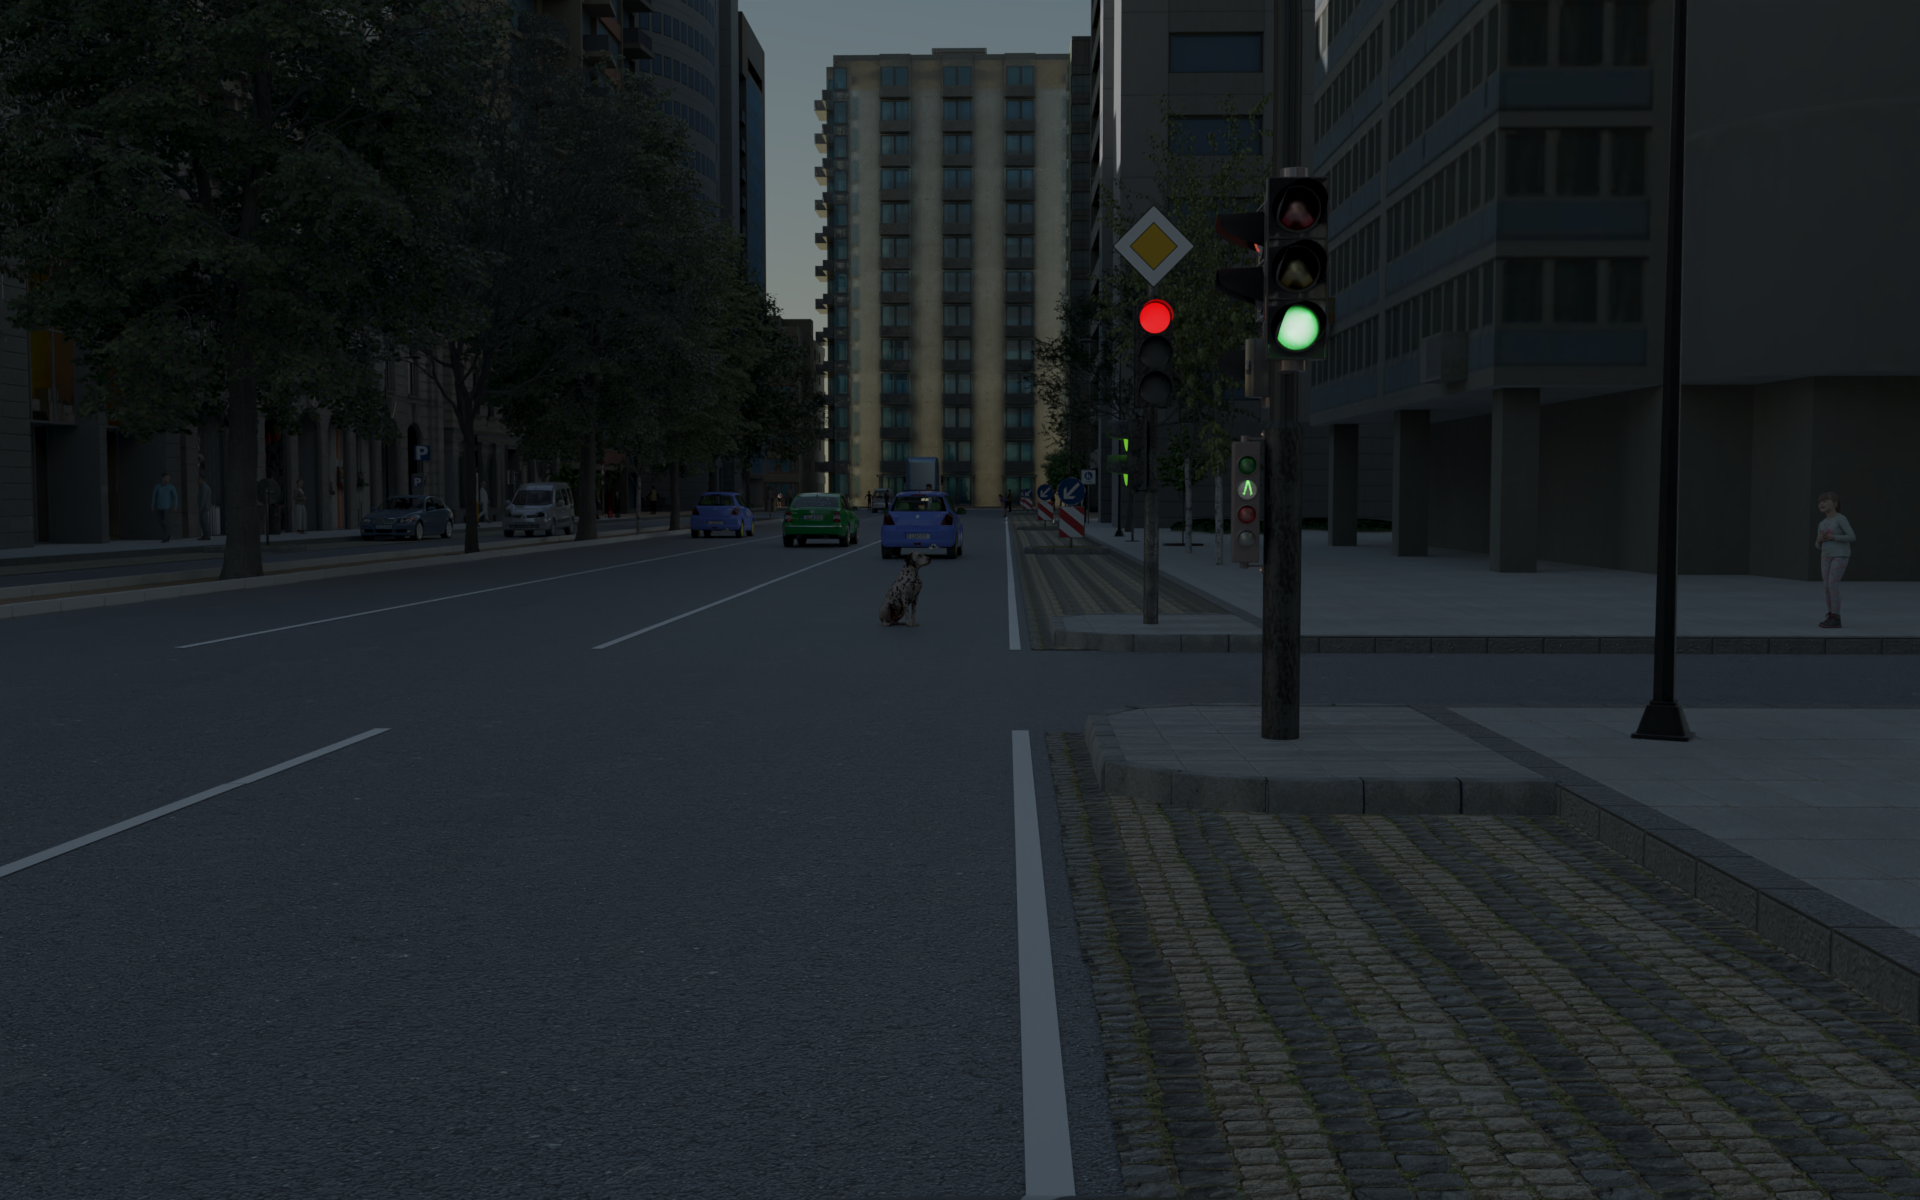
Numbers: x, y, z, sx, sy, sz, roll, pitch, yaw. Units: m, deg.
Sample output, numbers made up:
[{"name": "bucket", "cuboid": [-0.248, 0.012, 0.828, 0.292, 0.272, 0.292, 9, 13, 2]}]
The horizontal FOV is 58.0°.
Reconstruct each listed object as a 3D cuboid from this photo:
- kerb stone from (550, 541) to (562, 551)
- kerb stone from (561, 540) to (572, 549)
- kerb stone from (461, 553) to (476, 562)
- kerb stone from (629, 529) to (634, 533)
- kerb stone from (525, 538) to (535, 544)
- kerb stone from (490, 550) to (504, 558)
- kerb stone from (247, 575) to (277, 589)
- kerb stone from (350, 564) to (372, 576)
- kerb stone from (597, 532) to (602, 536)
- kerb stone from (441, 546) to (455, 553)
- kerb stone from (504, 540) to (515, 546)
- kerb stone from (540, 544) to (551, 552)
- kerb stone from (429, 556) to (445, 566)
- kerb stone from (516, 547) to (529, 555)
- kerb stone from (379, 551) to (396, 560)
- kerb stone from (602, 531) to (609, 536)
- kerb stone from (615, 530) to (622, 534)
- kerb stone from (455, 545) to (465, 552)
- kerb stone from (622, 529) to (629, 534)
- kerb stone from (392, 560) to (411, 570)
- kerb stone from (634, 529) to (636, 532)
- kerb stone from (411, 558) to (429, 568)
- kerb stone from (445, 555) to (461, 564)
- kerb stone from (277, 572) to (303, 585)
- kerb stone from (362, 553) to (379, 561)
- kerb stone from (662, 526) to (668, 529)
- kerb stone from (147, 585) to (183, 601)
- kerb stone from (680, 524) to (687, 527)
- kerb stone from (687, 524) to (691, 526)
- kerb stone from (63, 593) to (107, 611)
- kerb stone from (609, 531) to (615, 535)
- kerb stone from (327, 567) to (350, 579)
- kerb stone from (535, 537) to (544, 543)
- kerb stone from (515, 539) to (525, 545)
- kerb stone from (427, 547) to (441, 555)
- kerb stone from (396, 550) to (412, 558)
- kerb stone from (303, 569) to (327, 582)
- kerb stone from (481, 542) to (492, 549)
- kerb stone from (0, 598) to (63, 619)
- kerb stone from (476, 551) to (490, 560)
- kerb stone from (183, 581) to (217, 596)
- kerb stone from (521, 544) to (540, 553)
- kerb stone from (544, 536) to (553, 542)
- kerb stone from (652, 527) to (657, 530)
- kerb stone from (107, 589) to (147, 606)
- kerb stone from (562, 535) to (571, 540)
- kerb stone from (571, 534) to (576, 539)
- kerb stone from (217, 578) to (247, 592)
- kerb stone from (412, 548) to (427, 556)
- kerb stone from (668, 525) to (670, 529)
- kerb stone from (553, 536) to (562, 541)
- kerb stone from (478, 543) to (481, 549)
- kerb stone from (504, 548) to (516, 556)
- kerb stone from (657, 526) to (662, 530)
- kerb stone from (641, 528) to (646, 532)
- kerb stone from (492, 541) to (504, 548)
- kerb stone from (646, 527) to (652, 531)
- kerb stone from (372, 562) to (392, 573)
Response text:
[{"name": "kerb stone", "cuboid": [-10.398, -1.342, 44.131, 0.120, 0.150, 1.000, 0, 4, 1]}, {"name": "kerb stone", "cuboid": [-10.374, -1.404, 45.157, 0.120, 0.150, 1.000, 0, 4, 1]}, {"name": "kerb stone", "cuboid": [-10.587, -0.896, 36.950, 0.120, 0.150, 1.000, 0, 4, 1]}, {"name": "kerb stone", "cuboid": [-12.030, -2.473, 62.623, 0.120, 0.150, 1.000, 0, 4, 1]}, {"name": "kerb stone", "cuboid": [-12.366, -1.658, 49.302, 0.120, 0.150, 1.000, 0, 4, 1]}, {"name": "kerb stone", "cuboid": [-10.540, -1.027, 38.994, 0.120, 0.150, 1.000, 0, 4, 1]}, {"name": "kerb stone", "cuboid": [-10.850, -0.274, 26.708, 0.120, 0.150, 1.000, 0, 4, 1]}, {"name": "kerb stone", "cuboid": [-10.754, -0.523, 30.815, 0.120, 0.150, 1.000, 0, 4, 1]}, {"name": "kerb stone", "cuboid": [-12.156, -2.159, 57.500, 0.120, 0.150, 1.000, 0, 4, 1]}, {"name": "kerb stone", "cuboid": [-12.557, -1.215, 42.115, 0.120, 0.150, 1.000, 0, 4, 1]}, {"name": "kerb stone", "cuboid": [-12.419, -1.533, 47.258, 0.120, 0.150, 1.000, 0, 4, 1]}, {"name": "kerb stone", "cuboid": [-10.431, -1.278, 43.109, 0.120, 0.150, 1.000, 0, 4, 1]}, {"name": "kerb stone", "cuboid": [-10.646, -0.777, 34.902, 0.120, 0.150, 1.000, 0, 4, 1]}, {"name": "kerb stone", "cuboid": [-10.478, -1.153, 41.051, 0.120, 0.150, 1.000, 0, 4, 1]}, {"name": "kerb stone", "cuboid": [-12.664, -0.967, 38.009, 0.120, 0.150, 1.000, 0, 4, 1]}, {"name": "kerb stone", "cuboid": [-12.132, -2.222, 58.522, 0.120, 0.150, 1.000, 0, 4, 1]}, {"name": "kerb stone", "cuboid": [-12.080, -2.347, 60.575, 0.120, 0.150, 1.000, 0, 4, 1]}, {"name": "kerb stone", "cuboid": [-12.526, -1.276, 43.140, 0.120, 0.150, 1.000, 0, 4, 1]}, {"name": "kerb stone", "cuboid": [-12.043, -2.408, 61.601, 0.120, 0.150, 1.000, 0, 4, 1]}, {"name": "kerb stone", "cuboid": [-10.696, -0.652, 32.858, 0.120, 0.150, 1.000, 0, 4, 1]}, {"name": "kerb stone", "cuboid": [-11.997, -2.535, 63.645, 0.120, 0.150, 1.000, 0, 4, 1]}, {"name": "kerb stone", "cuboid": [-10.673, -0.715, 33.880, 0.120, 0.150, 1.000, 0, 4, 1]}, {"name": "kerb stone", "cuboid": [-10.620, -0.840, 35.928, 0.120, 0.150, 1.000, 0, 4, 1]}, {"name": "kerb stone", "cuboid": [-10.824, -0.335, 27.730, 0.120, 0.150, 1.000, 0, 4, 1]}, {"name": "kerb stone", "cuboid": [-12.691, -0.904, 36.977, 0.120, 0.150, 1.000, 0, 4, 1]}, {"name": "kerb stone", "cuboid": [-11.870, -2.847, 68.764, 0.120, 0.150, 1.000, 0, 4, 1]}, {"name": "kerb stone", "cuboid": [-10.933, -0.088, 23.637, 0.120, 0.150, 1.000, 0, 4, 1]}, {"name": "kerb stone", "cuboid": [-11.756, -3.100, 72.887, 0.120, 0.150, 1.000, 0, 4, 1]}, {"name": "kerb stone", "cuboid": [-11.730, -3.163, 73.909, 0.120, 0.150, 1.000, 0, 4, 1]}, {"name": "kerb stone", "cuboid": [-10.987, 0.037, 21.584, 0.120, 0.150, 1.000, 0, 4, 1]}, {"name": "kerb stone", "cuboid": [-12.106, -2.284, 59.545, 0.120, 0.150, 1.000, 0, 4, 1]}, {"name": "kerb stone", "cuboid": [-10.780, -0.464, 29.790, 0.120, 0.150, 1.000, 0, 4, 1]}, {"name": "kerb stone", "cuboid": [-12.344, -1.720, 50.324, 0.120, 0.150, 1.000, 0, 4, 1]}, {"name": "kerb stone", "cuboid": [-12.402, -1.595, 48.280, 0.120, 0.150, 1.000, 0, 4, 1]}, {"name": "kerb stone", "cuboid": [-12.586, -1.153, 41.086, 0.120, 0.150, 1.000, 0, 4, 1]}, {"name": "kerb stone", "cuboid": [-12.638, -1.024, 39.034, 0.120, 0.150, 1.000, 0, 4, 1]}, {"name": "kerb stone", "cuboid": [-10.804, -0.402, 28.763, 0.120, 0.150, 1.000, 0, 4, 1]}, {"name": "kerb stone", "cuboid": [-12.474, -1.402, 45.188, 0.120, 0.150, 1.000, 0, 4, 1]}, {"name": "kerb stone", "cuboid": [-11.015, 0.100, 20.563, 0.120, 0.150, 1.000, 0, 4, 1]}, {"name": "kerb stone", "cuboid": [-10.564, -0.965, 37.972, 0.120, 0.150, 1.000, 0, 4, 1]}, {"name": "kerb stone", "cuboid": [-10.911, -0.150, 24.664, 0.120, 0.150, 1.000, 0, 4, 1]}, {"name": "kerb stone", "cuboid": [-10.458, -1.216, 42.083, 0.120, 0.150, 1.000, 0, 4, 1]}, {"name": "kerb stone", "cuboid": [-12.322, -1.783, 51.348, 0.120, 0.150, 1.000, 0, 4, 1]}, {"name": "kerb stone", "cuboid": [-11.917, -2.723, 66.719, 0.120, 0.150, 1.000, 0, 4, 1]}, {"name": "kerb stone", "cuboid": [-10.954, -0.025, 22.606, 0.120, 0.150, 1.000, 0, 4, 1]}, {"name": "kerb stone", "cuboid": [-12.259, -1.908, 53.397, 0.120, 0.150, 1.000, 0, 4, 1]}, {"name": "kerb stone", "cuboid": [-12.243, -1.964, 54.421, 0.120, 0.150, 1.000, 0, 4, 1]}, {"name": "kerb stone", "cuboid": [-10.889, -0.213, 25.686, 0.120, 0.150, 1.000, 0, 4, 1]}, {"name": "kerb stone", "cuboid": [-12.608, -1.091, 40.056, 0.120, 0.150, 1.000, 0, 4, 1]}, {"name": "kerb stone", "cuboid": [-11.838, -2.911, 69.793, 0.120, 0.150, 1.000, 0, 4, 1]}, {"name": "kerb stone", "cuboid": [-12.299, -1.846, 52.370, 0.120, 0.150, 1.000, 0, 4, 1]}, {"name": "kerb stone", "cuboid": [-12.500, -1.340, 44.162, 0.120, 0.150, 1.000, 0, 4, 1]}, {"name": "kerb stone", "cuboid": [-10.510, -1.087, 40.023, 0.120, 0.150, 1.000, 0, 4, 1]}, {"name": "kerb stone", "cuboid": [-11.895, -2.786, 67.742, 0.120, 0.150, 1.000, 0, 4, 1]}, {"name": "kerb stone", "cuboid": [-11.968, -2.591, 64.670, 0.120, 0.150, 1.000, 0, 4, 1]}, {"name": "kerb stone", "cuboid": [-12.449, -1.470, 46.231, 0.120, 0.150, 1.000, 0, 4, 1]}, {"name": "kerb stone", "cuboid": [-11.946, -2.661, 65.697, 0.120, 0.150, 1.000, 0, 4, 1]}, {"name": "kerb stone", "cuboid": [-10.724, -0.590, 31.837, 0.120, 0.150, 1.000, 0, 4, 1]}]
